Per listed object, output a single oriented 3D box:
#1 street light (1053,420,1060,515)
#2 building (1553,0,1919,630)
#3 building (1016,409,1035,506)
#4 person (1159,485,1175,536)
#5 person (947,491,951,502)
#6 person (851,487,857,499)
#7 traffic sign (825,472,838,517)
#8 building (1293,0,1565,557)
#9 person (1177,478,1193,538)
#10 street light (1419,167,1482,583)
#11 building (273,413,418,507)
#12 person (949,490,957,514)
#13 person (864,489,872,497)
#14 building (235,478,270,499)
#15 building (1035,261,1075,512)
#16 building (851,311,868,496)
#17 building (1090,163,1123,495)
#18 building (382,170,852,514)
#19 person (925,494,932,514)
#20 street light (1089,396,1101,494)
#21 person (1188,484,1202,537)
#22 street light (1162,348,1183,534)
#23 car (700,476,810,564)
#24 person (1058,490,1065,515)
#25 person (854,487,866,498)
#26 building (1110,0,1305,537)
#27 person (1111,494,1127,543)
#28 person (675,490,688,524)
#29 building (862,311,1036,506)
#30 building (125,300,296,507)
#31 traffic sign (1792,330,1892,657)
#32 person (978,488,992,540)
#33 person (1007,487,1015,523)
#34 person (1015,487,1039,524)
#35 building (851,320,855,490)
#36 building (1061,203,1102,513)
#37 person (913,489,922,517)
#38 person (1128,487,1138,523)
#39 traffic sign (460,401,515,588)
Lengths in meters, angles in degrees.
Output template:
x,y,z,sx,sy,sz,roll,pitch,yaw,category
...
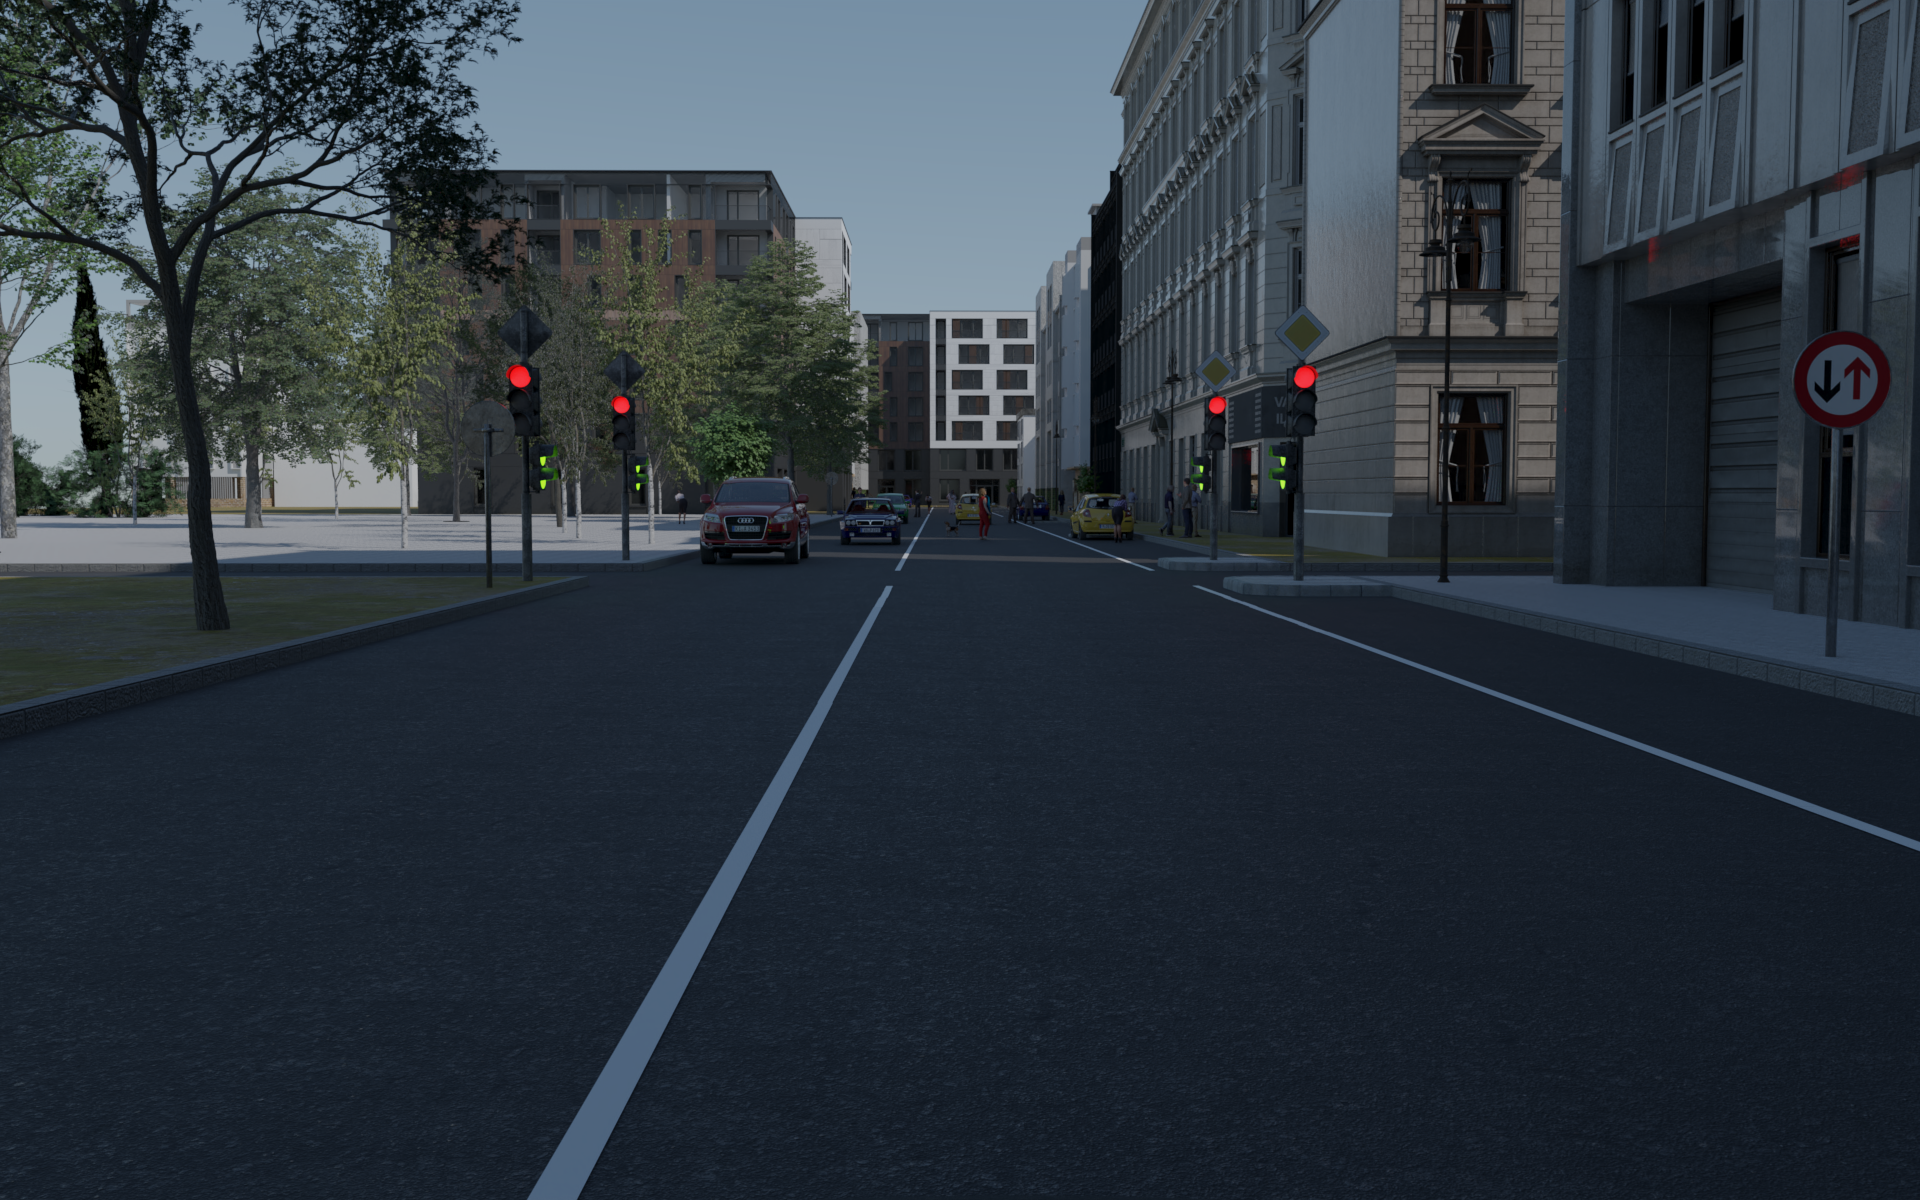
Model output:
x,y,z,sx,sy,sz,roll,pitch,yaw,category
6.044,-8.292,108.368,0.468,5.910,1.993,0,4,-1,street light
14.676,-12.010,14.388,12.078,24.808,19.932,0,4,-1,building
10.651,-13.946,170.158,9.099,9.664,28.070,0,4,-1,building
6.363,-2.739,53.039,0.471,1.553,0.569,2,4,26,person
-0.690,-7.677,134.965,0.436,1.711,0.756,-3,4,-36,person
-7.960,-7.635,130.891,0.705,1.822,1.348,-2,4,-35,person
-7.300,-6.015,98.451,0.768,2.556,0.104,0,4,7,traffic sign
17.702,-10.689,39.397,19.286,19.102,10.561,0,4,-1,building
6.524,-2.707,50.829,0.750,1.759,0.617,3,5,41,person
7.022,-3.191,24.969,0.468,5.910,1.993,0,4,-1,street light
-55.247,-14.480,178.887,28.070,9.664,9.099,0,4,-1,building
-0.519,-6.942,122.664,0.621,1.740,0.551,2,4,32,person
-8.508,-9.292,158.694,1.217,1.735,0.721,0,4,-7,person
-67.807,-15.636,197.796,28.070,9.664,9.099,0,4,-1,building
15.324,-16.737,140.109,16.747,18.905,31.486,0,4,-1,building
-25.434,-18.912,175.676,31.486,18.905,16.747,0,4,-1,building
14.369,-16.538,100.070,12.332,23.373,15.834,0,4,-1,building
-22.605,-17.235,125.759,27.936,21.610,32.646,0,4,-1,building
-2.250,-6.786,122.646,0.628,1.438,0.799,-1,4,-17,person
6.373,-6.651,81.530,0.468,5.910,1.993,0,4,-1,street light
7.004,-2.678,51.888,0.319,1.574,0.516,-2,4,-34,person
6.715,-5.022,54.893,0.468,5.910,1.993,0,4,-1,street light
-4.347,-1.744,37.195,2.281,1.827,5.304,0,4,-1,car
6.191,-5.937,105.661,0.480,1.512,0.613,-1,4,-18,person
-4.062,-3.720,70.249,0.541,1.710,0.530,1,4,12,person
16.664,-17.954,69.969,17.030,29.872,44.131,0,4,-1,building
4.696,-2.401,50.993,0.421,1.427,0.697,2,4,27,person
-11.883,-3.950,73.806,0.799,1.438,0.628,2,4,31,person
-5.695,-22.187,206.736,32.646,21.610,27.936,0,4,-1,building
-74.933,-19.486,175.018,11.380,20.091,16.016,0,4,-1,building
6.867,-0.824,13.581,0.768,2.556,0.104,0,4,1,traffic sign
0.777,-2.691,54.196,0.444,1.614,0.593,0,4,0,person
2.644,-4.654,85.147,0.990,1.755,0.434,-3,5,-44,person
3.308,-4.532,83.154,0.990,1.755,0.434,1,4,17,person
-17.777,-18.617,160.801,16.016,20.091,11.380,0,4,-1,building
15.122,-16.040,118.675,16.016,20.091,11.380,0,4,-1,building
-2.609,-5.971,106.923,0.445,1.727,0.742,1,4,17,person
7.544,-4.144,75.858,0.319,1.574,0.516,-3,5,-44,person
-6.449,-1.441,23.659,0.768,2.556,0.104,0,4,4,traffic sign
